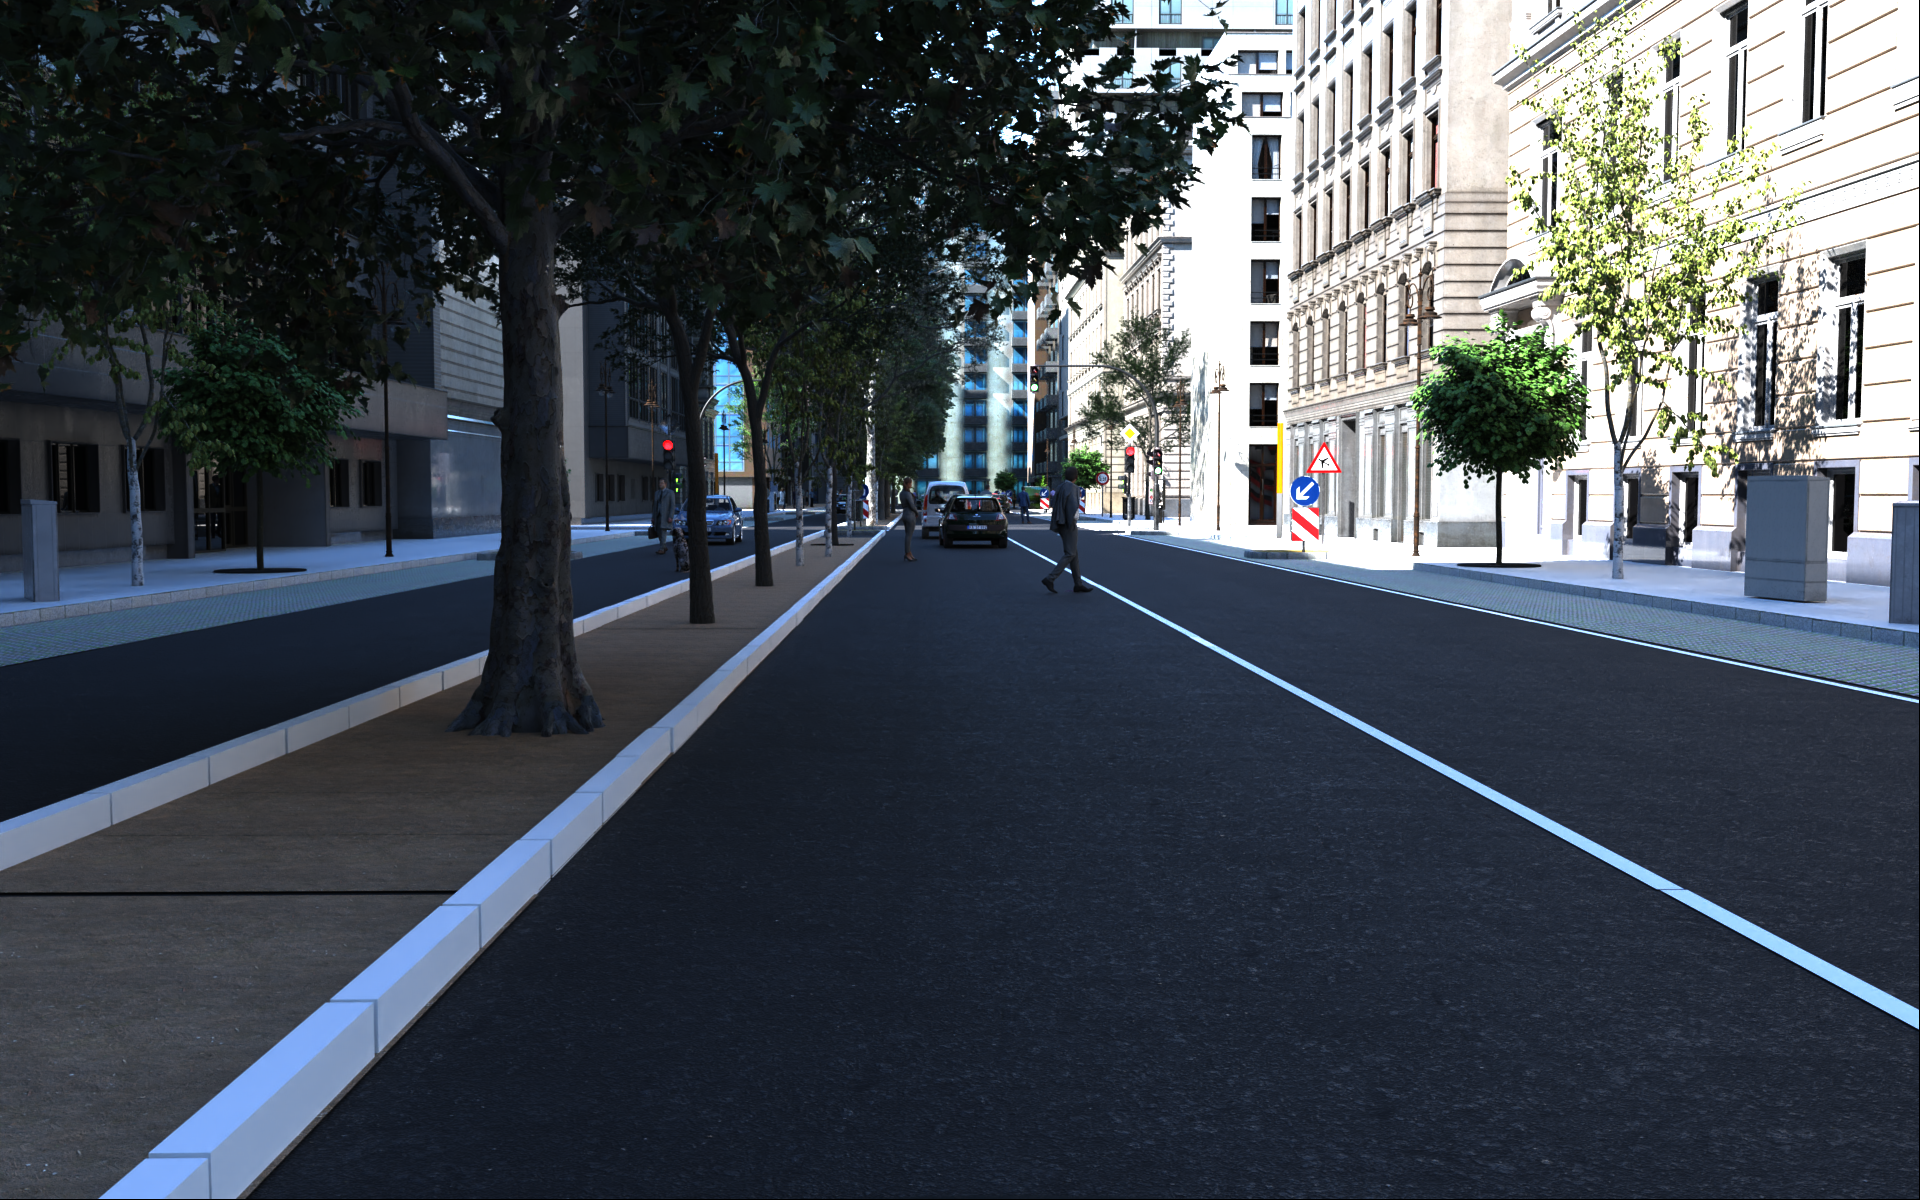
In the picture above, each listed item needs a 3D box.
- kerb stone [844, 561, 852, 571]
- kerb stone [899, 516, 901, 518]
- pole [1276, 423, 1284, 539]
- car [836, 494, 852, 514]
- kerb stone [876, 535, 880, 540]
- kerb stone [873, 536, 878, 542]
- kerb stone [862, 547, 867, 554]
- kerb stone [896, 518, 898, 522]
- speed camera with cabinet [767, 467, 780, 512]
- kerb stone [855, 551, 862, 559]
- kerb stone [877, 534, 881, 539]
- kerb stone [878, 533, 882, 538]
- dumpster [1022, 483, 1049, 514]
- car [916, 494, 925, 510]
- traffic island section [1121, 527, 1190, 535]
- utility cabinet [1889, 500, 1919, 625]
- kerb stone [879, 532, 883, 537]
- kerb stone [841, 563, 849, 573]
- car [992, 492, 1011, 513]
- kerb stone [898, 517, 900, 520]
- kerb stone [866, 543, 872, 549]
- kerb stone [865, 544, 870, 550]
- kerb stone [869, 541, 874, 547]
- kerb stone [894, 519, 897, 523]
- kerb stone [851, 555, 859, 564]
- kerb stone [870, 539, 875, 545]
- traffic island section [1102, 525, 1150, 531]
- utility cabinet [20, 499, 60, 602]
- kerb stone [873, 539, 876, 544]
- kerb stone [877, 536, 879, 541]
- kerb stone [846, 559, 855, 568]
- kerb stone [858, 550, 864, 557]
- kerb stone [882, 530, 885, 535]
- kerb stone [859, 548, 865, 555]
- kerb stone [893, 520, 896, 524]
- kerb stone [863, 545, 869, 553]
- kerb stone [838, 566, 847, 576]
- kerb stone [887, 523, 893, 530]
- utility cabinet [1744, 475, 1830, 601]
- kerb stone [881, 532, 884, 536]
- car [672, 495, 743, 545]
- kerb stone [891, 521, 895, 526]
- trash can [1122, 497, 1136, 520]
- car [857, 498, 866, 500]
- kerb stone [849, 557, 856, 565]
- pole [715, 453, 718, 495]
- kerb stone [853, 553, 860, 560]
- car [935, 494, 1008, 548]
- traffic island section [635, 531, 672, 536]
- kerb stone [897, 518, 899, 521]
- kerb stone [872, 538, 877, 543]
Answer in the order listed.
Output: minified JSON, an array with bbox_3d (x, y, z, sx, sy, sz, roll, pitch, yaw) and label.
[{"bbox_3d":[-2.098,-0.569,31.555,0.120,0.150,1.000,0,4,-1],"label":"kerb stone"},{"bbox_3d":[-3.357,-4.303,92.554,0.120,0.150,1.000,0,4,-1],"label":"kerb stone"},{"bbox_3d":[9.195,-3.421,49.771,0.158,3.312,0.155,0,3,0],"label":"pole"},{"bbox_3d":[-7.637,-6.410,114.595,2.009,1.686,4.222,0,4,-3],"label":"car"},{"bbox_3d":[-2.503,-1.764,51.031,0.120,0.150,1.000,0,4,-1],"label":"kerb stone"},{"bbox_3d":[-2.452,-1.638,48.972,0.120,0.150,1.000,0,4,-1],"label":"kerb stone"},{"bbox_3d":[-2.275,-1.071,39.755,0.120,0.150,1.000,0,4,-1],"label":"kerb stone"},{"bbox_3d":[-3.165,-3.735,83.338,0.120,0.150,1.000,0,4,-1],"label":"kerb stone"},{"bbox_3d":[-13.539,-8.017,125.406,0.660,3.252,2.038,0,4,6],"label":"speed camera with cabinet"},{"bbox_3d":[-2.205,-0.886,36.689,0.120,0.150,1.000,0,4,-1],"label":"kerb stone"},{"bbox_3d":[-2.523,-1.826,52.058,0.120,0.150,1.000,0,4,-1],"label":"kerb stone"},{"bbox_3d":[-2.549,-1.889,53.082,0.120,0.150,1.000,0,4,-1],"label":"kerb stone"},{"bbox_3d":[5.399,-7.296,124.240,1.985,2.255,1.502,0,4,0],"label":"dumpster"},{"bbox_3d":[-3.047,-9.143,161.278,2.131,1.459,4.920,0,4,0],"label":"car"},{"bbox_3d":[6.941,-2.379,61.173,2.009,0.180,2.903,0,4,-1],"label":"traffic island section"},{"bbox_3d":[9.694,-0.353,16.932,1.020,1.237,0.306,3,5,41],"label":"utility cabinet"},{"bbox_3d":[-2.561,-1.950,54.104,0.120,0.150,1.000,0,4,-1],"label":"kerb stone"},{"bbox_3d":[-2.081,-0.509,30.526,0.120,0.150,1.000,0,4,-1],"label":"kerb stone"},{"bbox_3d":[2.843,-7.375,130.373,2.009,1.686,4.222,0,4,-1],"label":"car"},{"bbox_3d":[-3.278,-4.049,88.459,0.120,0.150,1.000,0,4,-1],"label":"kerb stone"},{"bbox_3d":[-2.320,-1.263,42.837,0.120,0.150,1.000,0,4,-1],"label":"kerb stone"},{"bbox_3d":[-2.304,-1.200,41.808,0.120,0.150,1.000,0,4,-1],"label":"kerb stone"},{"bbox_3d":[-2.368,-1.388,44.881,0.120,0.150,1.000,0,4,-1],"label":"kerb stone"},{"bbox_3d":[-3.076,-3.489,79.233,0.120,0.150,1.000,0,4,-1],"label":"kerb stone"},{"bbox_3d":[-2.157,-0.762,34.646,0.120,0.150,1.000,0,4,-1],"label":"kerb stone"},{"bbox_3d":[-2.396,-1.450,45.903,0.120,0.150,1.000,0,4,-1],"label":"kerb stone"},{"bbox_3d":[6.776,-2.867,69.156,2.009,0.180,2.903,0,4,-1],"label":"traffic island section"},{"bbox_3d":[-11.158,-0.603,21.024,0.306,1.237,1.020,-2,4,-34],"label":"utility cabinet"},{"bbox_3d":[-2.416,-1.509,46.925,0.120,0.150,1.000,0,4,-1],"label":"kerb stone"},{"bbox_3d":[-2.478,-1.701,50.001,0.120,0.150,1.000,0,4,-1],"label":"kerb stone"},{"bbox_3d":[-2.111,-0.632,32.582,0.120,0.150,1.000,0,4,-1],"label":"kerb stone"},{"bbox_3d":[-2.234,-0.947,37.711,0.120,0.150,1.000,0,4,-1],"label":"kerb stone"},{"bbox_3d":[-2.635,-2.138,57.182,0.120,0.150,1.000,0,4,-1],"label":"kerb stone"},{"bbox_3d":[-2.248,-1.010,38.733,0.120,0.150,1.000,0,4,-1],"label":"kerb stone"},{"bbox_3d":[-3.038,-3.363,77.186,0.120,0.150,1.000,0,4,-1],"label":"kerb stone"},{"bbox_3d":[-2.290,-1.136,40.776,0.120,0.150,1.000,0,4,-1],"label":"kerb stone"},{"bbox_3d":[-2.059,-0.447,29.504,0.120,0.150,1.000,0,4,-1],"label":"kerb stone"},{"bbox_3d":[-2.891,-2.921,70.016,0.120,0.150,1.000,0,4,-1],"label":"kerb stone"},{"bbox_3d":[9.992,-0.749,20.931,0.318,1.500,1.173,-1,4,-9],"label":"utility cabinet"},{"bbox_3d":[-2.584,-2.014,55.129,0.120,0.150,1.000,0,4,-1],"label":"kerb stone"},{"bbox_3d":[-7.312,-2.351,50.436,2.014,1.417,4.499,0,4,-3],"label":"car"},{"bbox_3d":[-2.997,-3.238,75.134,0.120,0.150,1.000,0,4,-1],"label":"kerb stone"},{"bbox_3d":[8.383,-4.548,86.018,0.748,1.137,0.748,0,3,0],"label":"trash can"},{"bbox_3d":[-7.750,-7.961,141.954,2.131,1.459,4.920,0,4,-1],"label":"car"},{"bbox_3d":[-2.141,-0.698,33.607,0.120,0.150,1.000,0,4,-1],"label":"kerb stone"},{"bbox_3d":[-12.146,-5.665,86.459,0.158,3.312,0.155,0,3,0],"label":"pole"},{"bbox_3d":[-2.184,-0.824,35.668,0.120,0.150,1.000,0,4,-1],"label":"kerb stone"},{"bbox_3d":[0.335,-2.301,47.415,2.009,1.686,4.222,0,4,-3],"label":"car"},{"bbox_3d":[-10.197,-2.357,60.825,2.009,0.180,2.903,0,4,-1],"label":"traffic island section"},{"bbox_3d":[-3.184,-3.801,84.360,0.120,0.150,1.000,0,4,-1],"label":"kerb stone"},{"bbox_3d":[-2.432,-1.572,47.950,0.120,0.150,1.000,0,4,-1],"label":"kerb stone"}]
